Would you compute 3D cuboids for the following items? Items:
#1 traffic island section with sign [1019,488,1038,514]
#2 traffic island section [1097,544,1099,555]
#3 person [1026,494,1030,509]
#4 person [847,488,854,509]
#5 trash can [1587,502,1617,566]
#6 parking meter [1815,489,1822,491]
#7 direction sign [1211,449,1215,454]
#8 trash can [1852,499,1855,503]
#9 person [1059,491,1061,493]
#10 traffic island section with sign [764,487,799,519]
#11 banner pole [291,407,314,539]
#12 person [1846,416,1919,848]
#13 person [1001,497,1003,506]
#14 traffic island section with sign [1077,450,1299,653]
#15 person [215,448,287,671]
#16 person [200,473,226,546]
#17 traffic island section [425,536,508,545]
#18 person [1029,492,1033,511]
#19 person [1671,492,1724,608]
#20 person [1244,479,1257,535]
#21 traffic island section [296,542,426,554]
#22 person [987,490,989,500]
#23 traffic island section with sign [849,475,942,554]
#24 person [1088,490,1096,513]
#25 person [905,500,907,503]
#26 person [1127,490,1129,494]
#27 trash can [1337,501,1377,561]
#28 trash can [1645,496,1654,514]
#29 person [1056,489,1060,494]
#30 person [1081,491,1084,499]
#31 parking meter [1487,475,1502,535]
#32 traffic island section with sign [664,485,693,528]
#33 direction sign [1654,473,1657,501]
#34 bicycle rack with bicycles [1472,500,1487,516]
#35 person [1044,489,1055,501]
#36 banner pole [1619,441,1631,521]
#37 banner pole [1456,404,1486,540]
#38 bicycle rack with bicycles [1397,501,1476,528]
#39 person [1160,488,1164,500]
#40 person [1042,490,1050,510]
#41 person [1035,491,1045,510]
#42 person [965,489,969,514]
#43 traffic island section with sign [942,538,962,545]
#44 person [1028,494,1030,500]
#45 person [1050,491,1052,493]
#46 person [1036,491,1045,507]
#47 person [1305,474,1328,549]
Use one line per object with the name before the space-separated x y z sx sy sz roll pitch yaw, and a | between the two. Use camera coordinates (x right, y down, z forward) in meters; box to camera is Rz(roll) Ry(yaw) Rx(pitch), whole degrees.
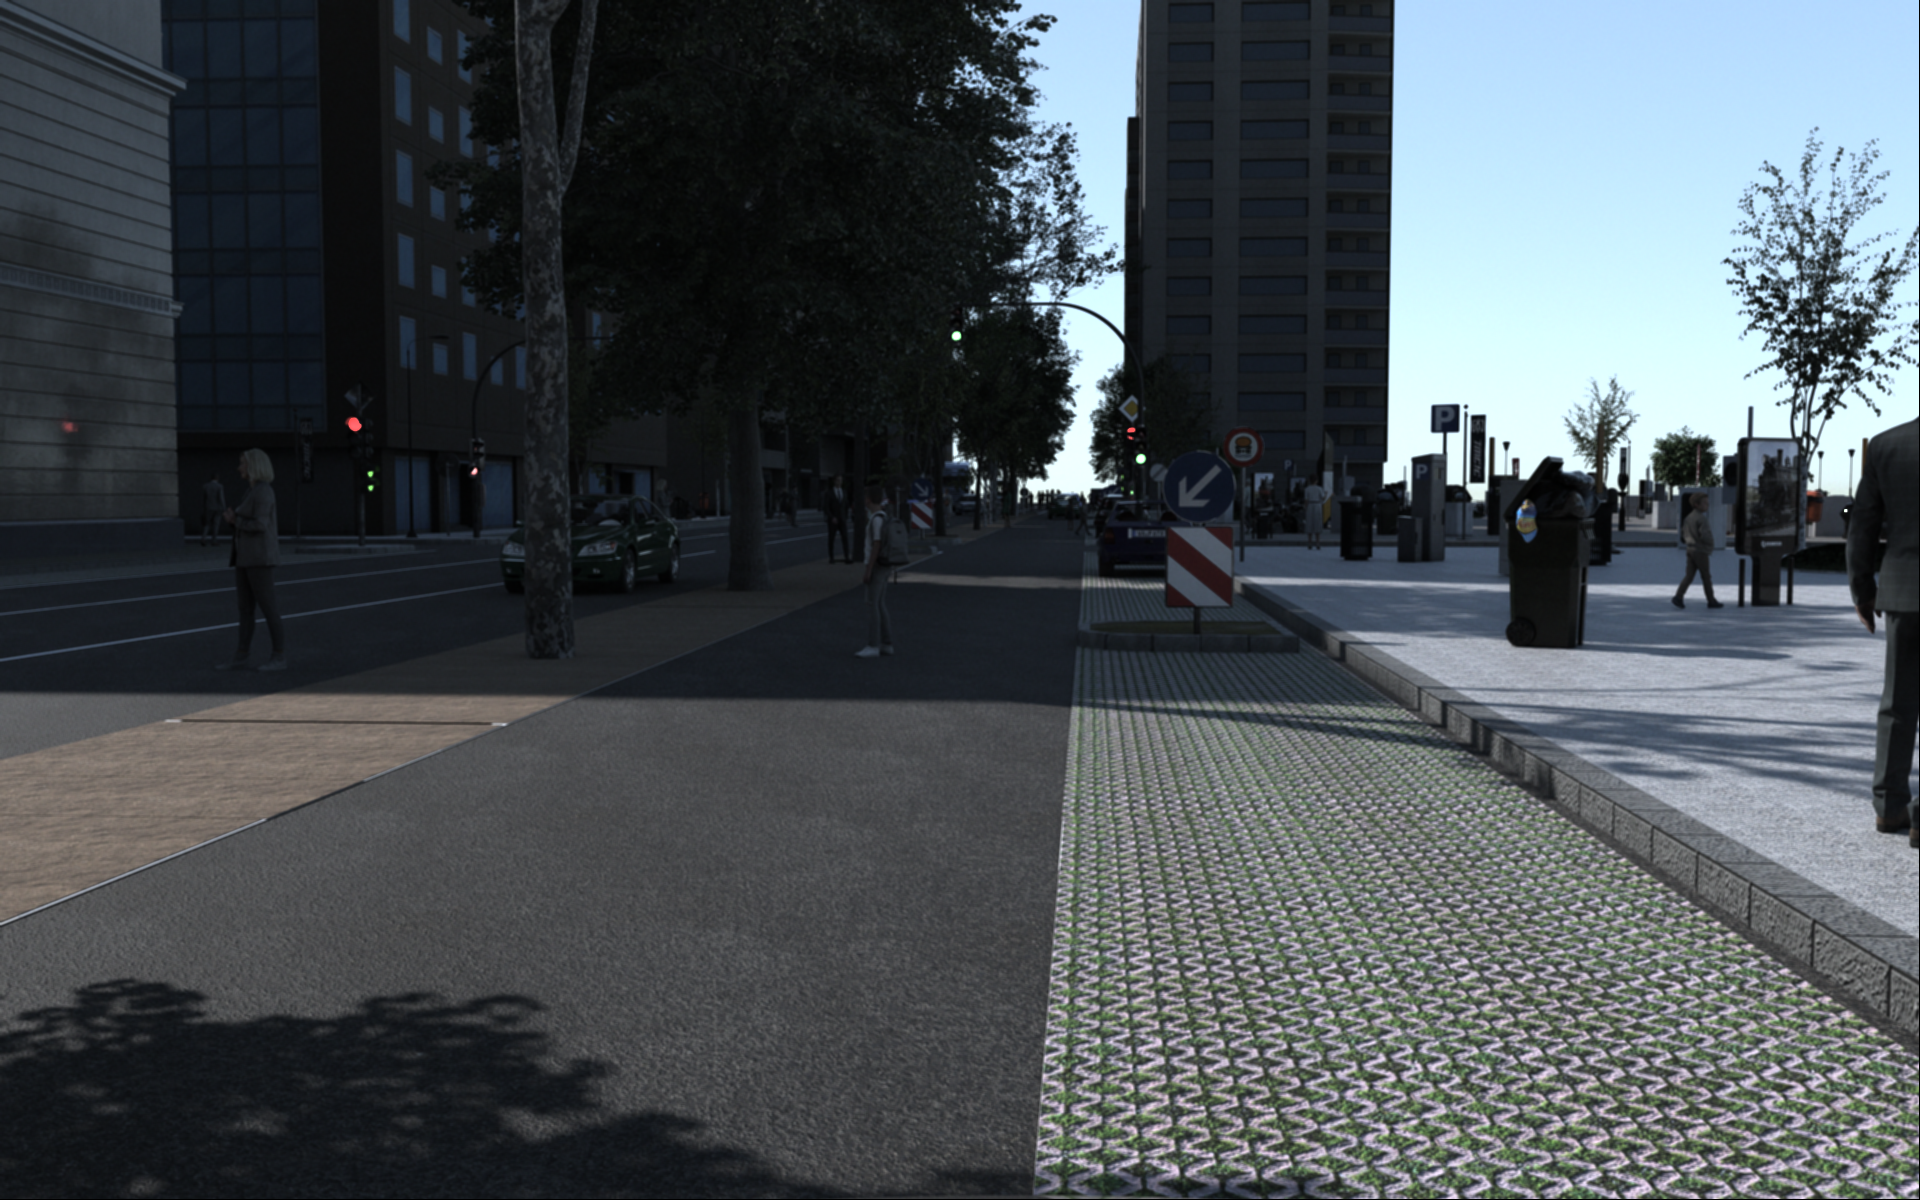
traffic island section with sign | 4.575 -7.094 124.124 2.006 1.907 1.989 0 4 4
traffic island section | 4.282 -1.153 41.131 2.009 0.180 2.903 0 4 4
person | 6.759 -9.789 171.741 0.628 1.438 0.799 2 4 32
person | -9.522 -8.798 149.915 1.348 1.821 0.705 1 4 20
trash can | 11.409 -1.194 31.177 0.748 1.137 0.748 0 3 0
parking meter | 47.204 -5.311 95.245 0.372 1.533 0.369 0 3 0
direction sign | 12.834 -5.873 88.023 0.379 3.537 0.876 1 4 20
trash can | 31.583 -3.036 61.300 0.748 1.137 0.748 0 3 0
person | 10.846 -10.841 186.455 0.721 1.736 1.217 2 4 26
traffic island section with sign | -10.397 -5.603 100.235 1.989 1.847 2.006 0 4 4
banner pole | -18.935 -3.664 49.915 0.863 3.779 0.401 1 4 23
person | 3.665 -0.013 6.427 0.590 1.801 0.661 -3 4 -38
person | 4.784 -10.864 189.364 0.697 1.427 0.421 0 4 2
traffic island section with sign | 2.122 -0.483 16.518 1.989 1.847 2.006 0 4 4
person | -5.747 -0.326 14.012 0.526 1.800 0.537 -2 4 -29
person | -18.446 -2.240 42.794 0.709 1.813 0.853 0 4 3
traffic island section | -14.111 -1.727 50.513 2.009 0.180 2.903 0 4 4
person | 5.975 -8.300 145.678 0.415 1.643 0.593 1 4 14
person | 8.271 -0.558 19.447 0.640 1.303 0.475 -1 4 -21
person | 9.255 -2.975 55.172 0.515 1.767 0.782 3 5 42
traffic island section | -14.706 -1.240 42.550 2.009 0.180 2.903 0 4 4
person | 3.006 -11.024 188.743 0.705 1.824 1.348 1 4 12
traffic island section with sign | -1.580 -2.059 41.807 2.006 1.907 1.989 0 4 4
person | 9.733 -7.324 128.702 0.683 1.767 0.568 -2 4 -24
person | -5.891 -11.303 190.869 0.705 1.821 1.348 0 4 -6
person | 17.287 -10.376 176.411 1.217 1.743 0.721 3 5 39
trash can | 7.696 -1.343 33.606 0.748 1.137 0.748 0 3 0
trash can | 44.252 -6.109 111.537 0.748 1.137 0.748 0 3 0
person | 8.023 -8.167 142.039 1.348 1.822 0.705 -2 4 -27
person | 14.883 -12.314 210.388 0.434 1.755 0.990 1 4 11
parking meter | 16.701 -2.960 54.110 0.255 1.863 0.399 -1 4 -17
traffic island section with sign | -12.405 -3.959 73.355 1.989 1.847 2.006 0 4 4
direction sign | 44.325 -7.232 110.238 0.379 3.537 0.876 0 4 5
bicycle rack with bicycles | 30.743 -5.374 101.248 2.852 0.926 2.925 1 4 15
person | 7.264 -7.809 136.173 1.348 1.824 0.705 -2 4 -28
banner pole | 31.413 -5.612 81.778 0.863 3.779 0.401 -2 4 -29
banner pole | 14.261 -3.560 48.226 0.401 3.779 0.863 -3 5 -42
bicycle rack with bicycles | 17.495 -3.154 64.954 2.925 0.926 2.852 2 4 27
person | 13.848 -6.821 117.982 0.534 1.772 0.576 -2 4 -34
person | 7.721 -8.854 153.353 0.705 1.814 1.350 -2 4 -35
person | 7.379 -9.209 159.790 1.217 1.735 0.721 -3 5 -40
person | 0.529 -7.269 127.356 0.705 1.824 1.348 0 4 2
traffic island section with sign | -1.018 -2.511 49.193 2.006 1.907 1.989 0 4 4
person | 10.198 -14.840 254.319 0.799 1.438 0.628 1 4 20
person | 8.991 -9.849 170.456 0.530 1.710 0.541 0 4 -6
person | 8.954 -10.952 187.704 1.348 1.807 0.705 0 4 2
person | 8.251 -2.052 40.165 0.480 1.755 0.524 2 4 24
